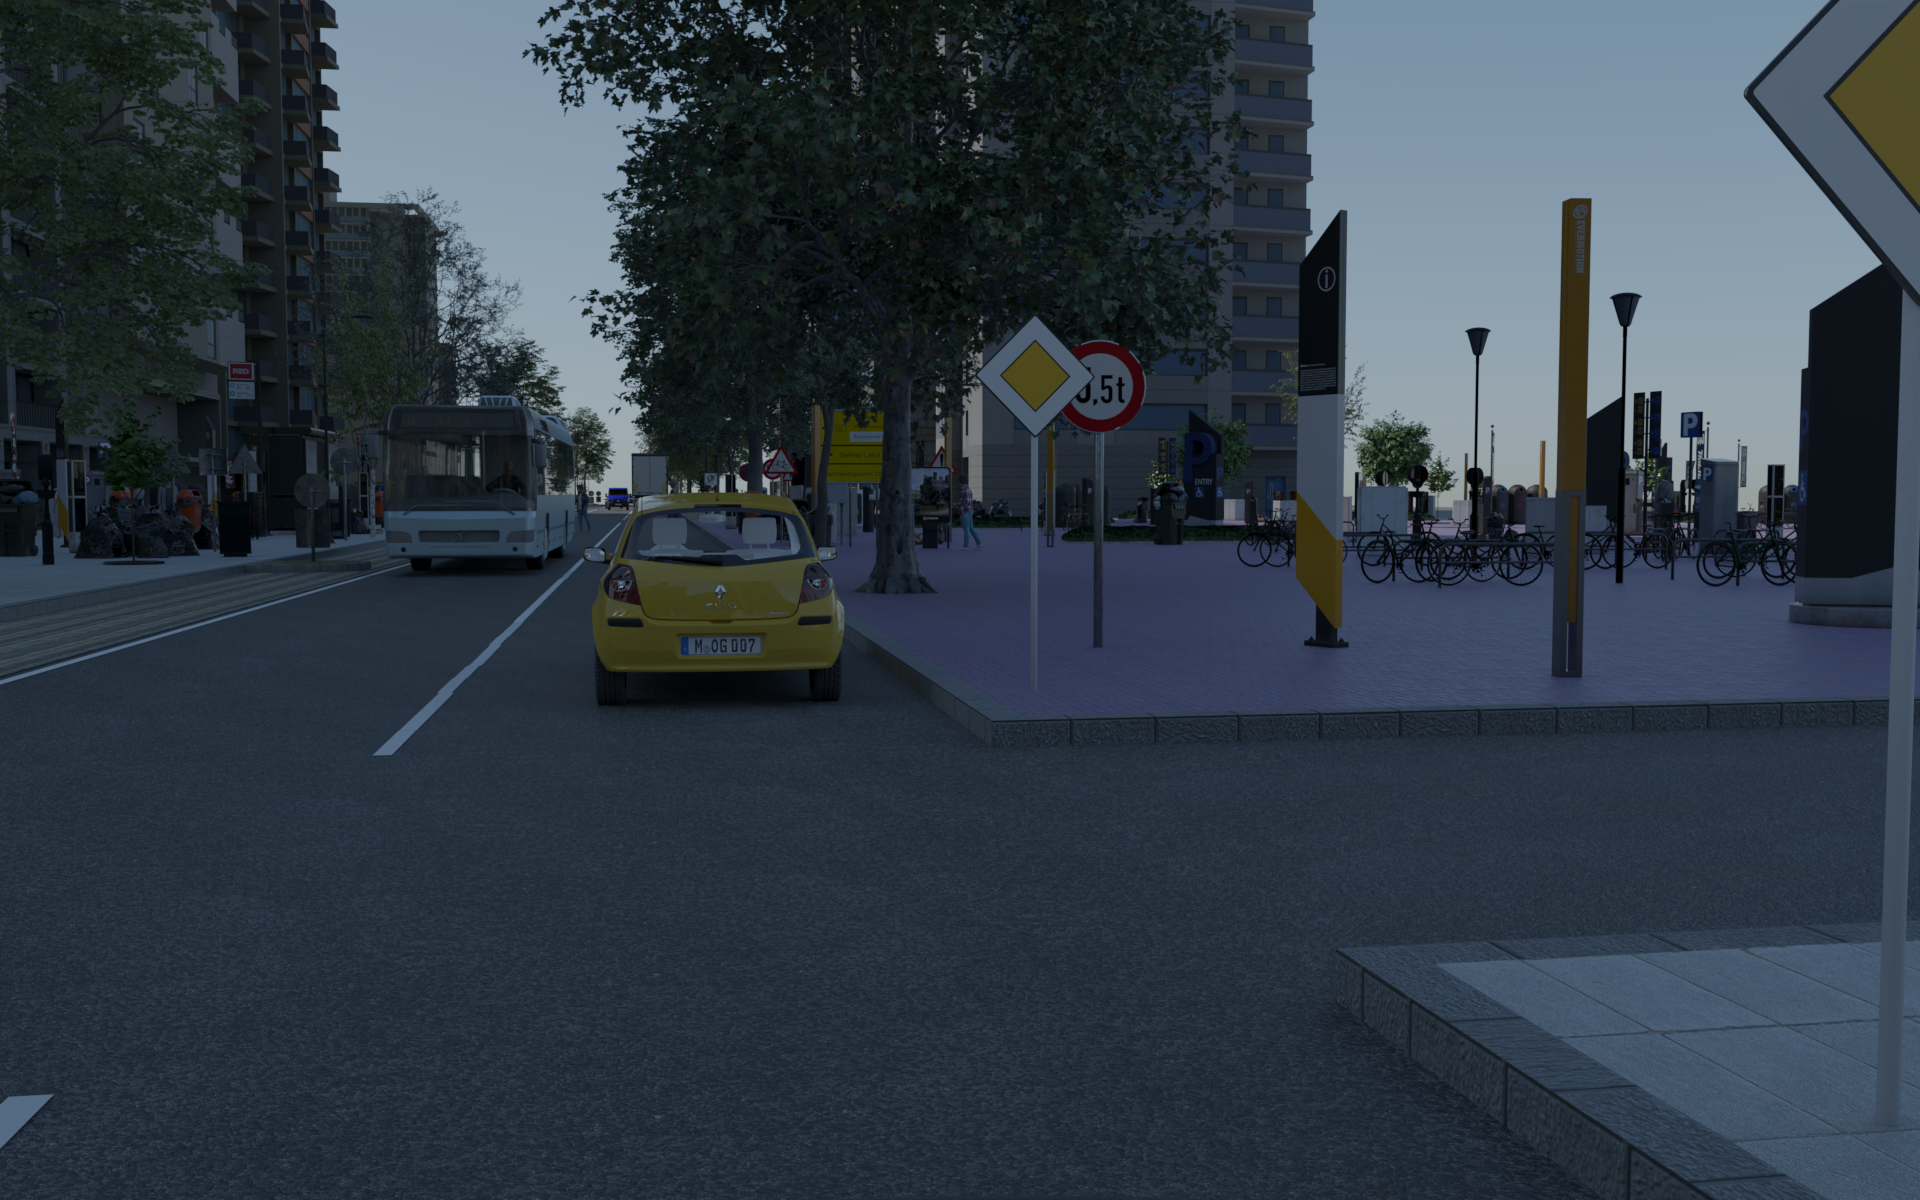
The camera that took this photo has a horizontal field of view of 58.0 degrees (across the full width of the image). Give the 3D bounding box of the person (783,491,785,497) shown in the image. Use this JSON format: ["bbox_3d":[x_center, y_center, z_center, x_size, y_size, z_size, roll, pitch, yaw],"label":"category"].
[{"bbox_3d":[-21.084,-12.175,206.572,0.593,1.643,0.415,2,4,33],"label":"person"}]

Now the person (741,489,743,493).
[{"bbox_3d":[-24.974,-11.749,198.215,0.705,1.814,1.350,0,4,2],"label":"person"}]

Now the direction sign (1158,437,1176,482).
[{"bbox_3d":[8.312,-4.742,69.523,0.876,3.537,0.379,-2,4,-31],"label":"direction sign"}]

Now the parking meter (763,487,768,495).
[{"bbox_3d":[-6.810,-3.132,59.618,0.372,1.533,0.369,0,3,0],"label":"parking meter"}]

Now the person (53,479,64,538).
[{"bbox_3d":[-26.112,-2.671,50.283,0.524,1.755,0.480,3,4,37],"label":"person"}]

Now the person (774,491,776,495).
[{"bbox_3d":[-23.354,-12.904,217.740,0.721,1.735,1.217,-2,4,-34],"label":"person"}]

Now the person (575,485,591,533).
[{"bbox_3d":[-14.045,-3.396,64.376,0.623,1.781,0.721,1,4,11],"label":"person"}]

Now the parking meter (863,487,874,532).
[{"bbox_3d":[-3.088,-3.049,58.270,0.372,1.533,0.369,0,3,0],"label":"parking meter"}]

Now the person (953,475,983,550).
[{"bbox_3d":[0.177,-1.988,39.383,0.643,1.720,0.563,1,4,11],"label":"person"}]

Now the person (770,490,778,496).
[{"bbox_3d":[-13.647,-7.310,127.027,0.593,1.643,0.415,-2,4,-30],"label":"person"}]

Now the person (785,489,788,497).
[{"bbox_3d":[-19.736,-11.664,196.879,0.705,1.807,1.348,0,4,-6],"label":"person"}]

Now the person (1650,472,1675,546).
[{"bbox_3d":[17.368,-2.233,42.658,0.850,1.850,0.679,-1,4,-14],"label":"person"}]

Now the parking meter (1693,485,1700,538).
[{"bbox_3d":[19.744,-2.307,46.132,0.372,1.533,0.369,0,3,0],"label":"parking meter"}]

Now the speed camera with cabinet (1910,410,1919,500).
[{"bbox_3d":[22.206,-2.718,38.783,2.038,3.252,0.660,-2,4,-34],"label":"speed camera with cabinet"}]

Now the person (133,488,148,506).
[{"bbox_3d":[-31.936,-3.728,67.351,0.532,1.782,0.716,1,4,23],"label":"person"}]

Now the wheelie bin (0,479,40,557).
[{"bbox_3d":[-19.368,-1.691,35.554,0.980,1.594,0.693,0,4,-5],"label":"wheelie bin"}]

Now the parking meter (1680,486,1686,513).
[{"bbox_3d":[38.855,-5.347,93.127,0.255,1.863,0.399,2,4,31],"label":"parking meter"}]

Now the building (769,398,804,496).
[{"bbox_3d":[-14.643,-37.407,235.311,21.300,48.544,21.600,-1,4,-10],"label":"building"}]

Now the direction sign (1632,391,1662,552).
[{"bbox_3d":[15.204,-2.838,38.395,0.379,3.537,0.876,-1,4,-18],"label":"direction sign"}]

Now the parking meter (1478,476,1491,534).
[{"bbox_3d":[16.702,-3.027,55.204,0.399,1.863,0.255,-2,4,-29],"label":"parking meter"}]

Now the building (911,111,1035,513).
[{"bbox_3d":[1.269,-27.213,128.525,14.154,41.232,14.086,-1,4,-10],"label":"building"}]

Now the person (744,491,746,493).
[{"bbox_3d":[-29.780,-14.242,239.624,1.217,1.735,0.721,1,4,17],"label":"person"}]

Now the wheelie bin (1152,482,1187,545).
[{"bbox_3d":[5.344,-2.199,43.861,0.693,1.594,0.980,3,5,45],"label":"wheelie bin"}]

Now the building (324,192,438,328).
[{"bbox_3d":[-78.349,-32.024,215.468,32.217,40.220,23.993,-1,4,-10],"label":"building"}]

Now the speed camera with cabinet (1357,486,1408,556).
[{"bbox_3d":[8.229,-2.544,35.934,2.038,3.252,0.660,1,4,9],"label":"speed camera with cabinet"}]

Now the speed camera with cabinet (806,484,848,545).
[{"bbox_3d":[-3.420,-3.053,44.259,0.660,3.252,2.038,-1,4,-20],"label":"speed camera with cabinet"}]

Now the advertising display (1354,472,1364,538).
[{"bbox_3d":[11.586,-2.759,50.320,0.123,1.923,0.974,1,4,21],"label":"advertising display"}]

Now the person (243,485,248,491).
[{"bbox_3d":[-34.724,-4.716,83.935,0.721,1.735,1.217,-1,4,-21],"label":"person"}]

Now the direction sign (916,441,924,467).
[{"bbox_3d":[-1.712,-5.040,74.396,0.379,3.537,0.876,-2,4,-24],"label":"direction sign"}]

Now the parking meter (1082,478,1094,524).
[{"bbox_3d":[4.731,-3.573,64.133,0.399,1.863,0.255,-3,4,-37],"label":"parking meter"}]

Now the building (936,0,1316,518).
[{"bbox_3d":[9.056,-34.573,107.267,21.231,58.520,28.212,-1,4,-10],"label":"building"}]

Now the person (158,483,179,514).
[{"bbox_3d":[-20.543,-2.380,45.138,0.709,1.800,0.728,-3,4,-37],"label":"person"}]

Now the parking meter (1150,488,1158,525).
[{"bbox_3d":[8.085,-3.883,71.905,0.372,1.533,0.369,0,3,0],"label":"parking meter"}]

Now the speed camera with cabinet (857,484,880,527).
[{"bbox_3d":[-3.878,-4.468,67.386,0.660,3.252,2.038,3,4,37],"label":"speed camera with cabinet"}]

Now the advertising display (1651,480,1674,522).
[{"bbox_3d":[32.646,-4.605,80.498,0.974,1.923,0.123,3,4,38],"label":"advertising display"}]

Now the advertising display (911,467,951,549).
[{"bbox_3d":[-0.701,-2.176,40.787,0.974,1.923,0.123,0,4,4],"label":"advertising display"}]

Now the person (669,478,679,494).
[{"bbox_3d":[-6.308,-1.776,37.955,0.534,1.772,0.576,-2,4,-33],"label":"person"}]

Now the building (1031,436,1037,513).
[{"bbox_3d":[-1.171,-30.104,142.305,14.600,45.320,14.200,-1,4,-10],"label":"building"}]

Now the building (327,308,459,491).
[{"bbox_3d":[-70.852,-21.106,190.121,27.650,21.520,28.899,-1,4,-10],"label":"building"}]

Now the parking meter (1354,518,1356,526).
[{"bbox_3d":[16.020,-3.737,69.511,0.372,1.533,0.369,0,3,0],"label":"parking meter"}]

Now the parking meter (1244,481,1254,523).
[{"bbox_3d":[12.600,-4.271,75.548,0.399,1.863,0.255,2,4,27],"label":"parking meter"}]

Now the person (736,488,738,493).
[{"bbox_3d":[-10.579,-4.600,81.270,0.581,1.822,0.654,3,5,44],"label":"person"}]

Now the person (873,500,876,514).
[{"bbox_3d":[-4.488,-5.184,90.747,0.705,1.831,1.348,0,4,-5],"label":"person"}]

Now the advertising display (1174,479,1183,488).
[{"bbox_3d":[9.595,-4.261,74.877,0.123,1.923,0.974,-2,4,-31],"label":"advertising display"}]

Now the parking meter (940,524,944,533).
[{"bbox_3d":[-0.470,-2.878,55.471,0.372,1.533,0.369,0,3,0],"label":"parking meter"}]

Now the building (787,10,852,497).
[{"bbox_3d":[-10.557,-47.443,213.949,20.563,71.187,20.611,-1,4,-10],"label":"building"}]
